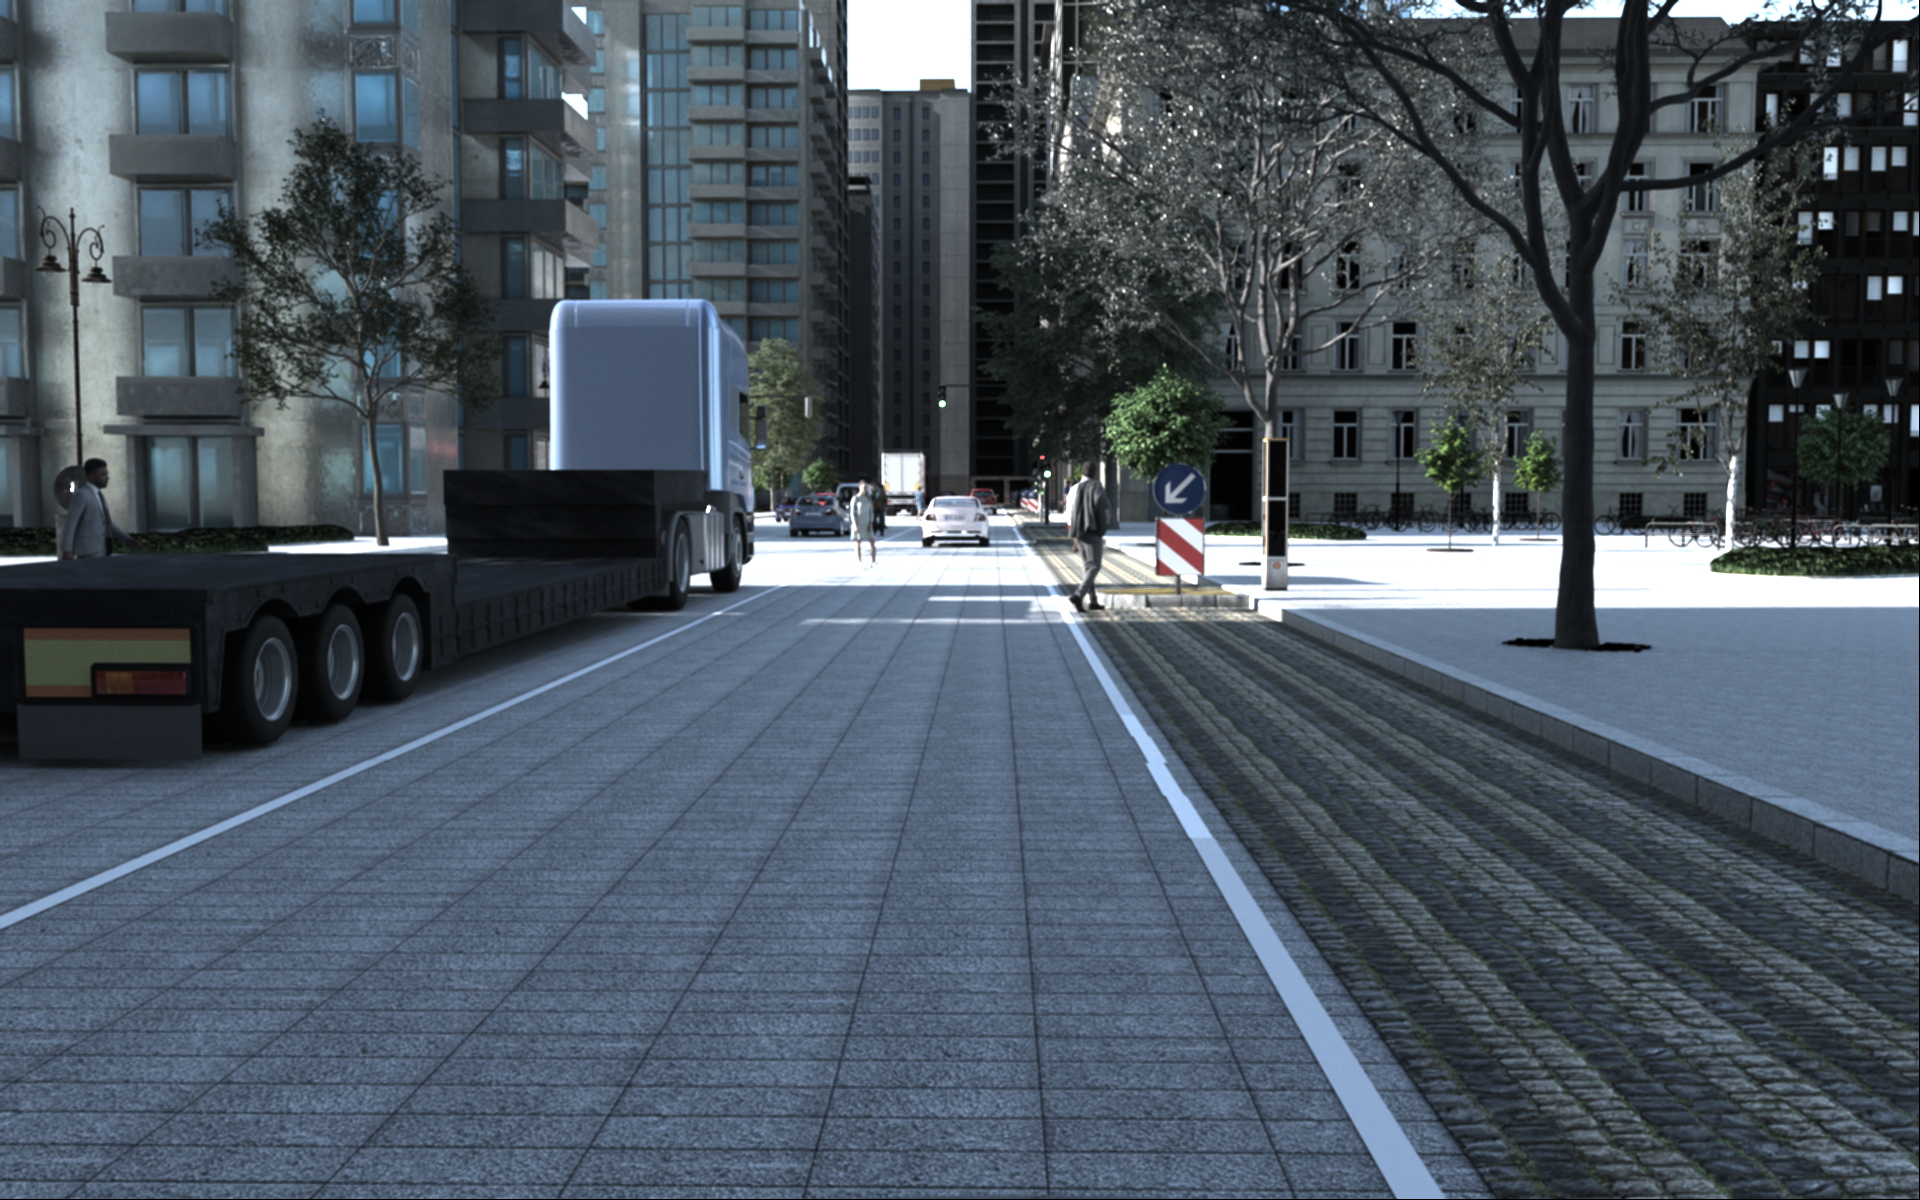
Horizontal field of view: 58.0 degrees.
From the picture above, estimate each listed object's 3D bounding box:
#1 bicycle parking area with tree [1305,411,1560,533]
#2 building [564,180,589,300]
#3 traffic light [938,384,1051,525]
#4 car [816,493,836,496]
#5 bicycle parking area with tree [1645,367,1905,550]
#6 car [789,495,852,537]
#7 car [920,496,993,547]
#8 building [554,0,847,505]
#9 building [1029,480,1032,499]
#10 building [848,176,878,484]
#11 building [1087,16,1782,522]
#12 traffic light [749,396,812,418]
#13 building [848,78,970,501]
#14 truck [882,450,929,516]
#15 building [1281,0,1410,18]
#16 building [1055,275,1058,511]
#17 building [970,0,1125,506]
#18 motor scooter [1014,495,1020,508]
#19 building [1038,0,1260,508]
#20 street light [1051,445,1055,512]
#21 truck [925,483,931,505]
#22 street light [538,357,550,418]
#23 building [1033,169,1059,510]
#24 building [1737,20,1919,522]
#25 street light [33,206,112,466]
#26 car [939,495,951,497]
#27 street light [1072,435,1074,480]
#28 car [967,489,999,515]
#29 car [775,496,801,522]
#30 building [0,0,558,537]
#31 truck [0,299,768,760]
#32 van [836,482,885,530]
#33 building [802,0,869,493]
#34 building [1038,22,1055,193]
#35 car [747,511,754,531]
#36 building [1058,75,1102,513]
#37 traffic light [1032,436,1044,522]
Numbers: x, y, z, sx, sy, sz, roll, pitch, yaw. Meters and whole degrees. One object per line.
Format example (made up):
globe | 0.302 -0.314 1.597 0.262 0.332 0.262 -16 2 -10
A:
bicycle parking area with tree | 16.879 -4.561 61.571 8.231 4.147 9.016 -3 4 -36
building | -39.796 -34.593 220.217 28.867 44.769 22.147 0 4 1
traffic light | 1.494 -5.939 71.770 4.771 5.953 1.251 0 4 1
car | -7.431 -5.356 96.612 2.155 1.783 4.494 0 4 2
bicycle parking area with tree | 20.970 -3.286 40.736 8.231 4.147 9.016 -2 4 -27
car | -4.753 -2.885 59.174 2.014 1.417 4.499 0 4 2
car | -0.107 -2.218 48.625 2.083 1.381 4.827 0 4 0
building | -23.836 -33.722 170.967 23.786 49.044 30.456 0 4 1
building | 24.925 -32.203 218.399 32.217 40.220 23.993 0 4 1
building | -17.771 -33.070 224.282 14.086 41.232 14.154 0 4 1
building | 21.641 -15.435 85.652 30.059 22.955 16.112 0 4 1
traffic light | -9.224 -6.450 80.123 4.771 5.953 1.251 0 4 1
building | -12.504 -43.248 249.108 28.212 58.520 21.231 0 4 1
truck | -3.624 -7.716 115.070 2.839 4.237 11.283 0 4 1
building | 51.980 -57.112 246.445 31.000 86.520 22.319 0 4 1
building | 13.450 -18.160 126.590 12.332 23.373 15.834 0 4 1
building | 11.889 -49.497 247.527 20.611 71.187 20.563 0 4 1
motor scooter | 5.821 -9.846 173.758 0.815 1.314 1.986 0 4 0
building | 17.488 -44.565 166.890 20.563 71.187 20.611 0 4 1
street light | 6.658 -9.288 124.645 0.468 5.910 1.993 0 4 1
truck | -5.355 -14.242 222.619 2.967 4.110 18.799 0 4 2
street light | -13.812 -5.241 58.481 0.468 5.910 1.993 0 4 1
building | 13.147 -21.940 144.620 13.634 28.700 20.117 0 4 1
building | 44.579 -15.615 84.975 15.834 23.373 12.332 0 4 1
street light | -14.328 -3.384 28.119 0.468 5.910 1.993 0 4 1
car | -1.471 -9.866 173.889 1.945 1.354 3.894 0 4 2
street light | 6.136 -7.424 94.164 0.468 5.910 1.993 0 4 1
car | 1.604 -6.970 122.638 2.281 1.827 5.304 0 4 2
car | -8.443 -4.685 89.174 1.945 1.354 3.894 0 4 3
building | -29.115 -26.986 60.823 30.456 49.044 23.786 0 4 1
truck | -4.736 -1.742 18.238 2.967 4.110 18.799 0 4 2
van | -4.007 -3.753 68.371 2.013 2.044 4.112 0 4 2
building | -20.986 -46.345 195.997 20.563 71.187 20.611 0 4 1
building | 23.287 -36.830 191.403 28.713 52.752 27.495 0 4 1
car | -8.609 -3.303 63.795 2.009 1.686 4.222 0 4 -1
building | 12.497 -17.732 107.940 12.078 24.808 19.932 0 4 1
traffic light | 3.741 -5.562 79.854 0.839 4.253 0.868 0 4 1
